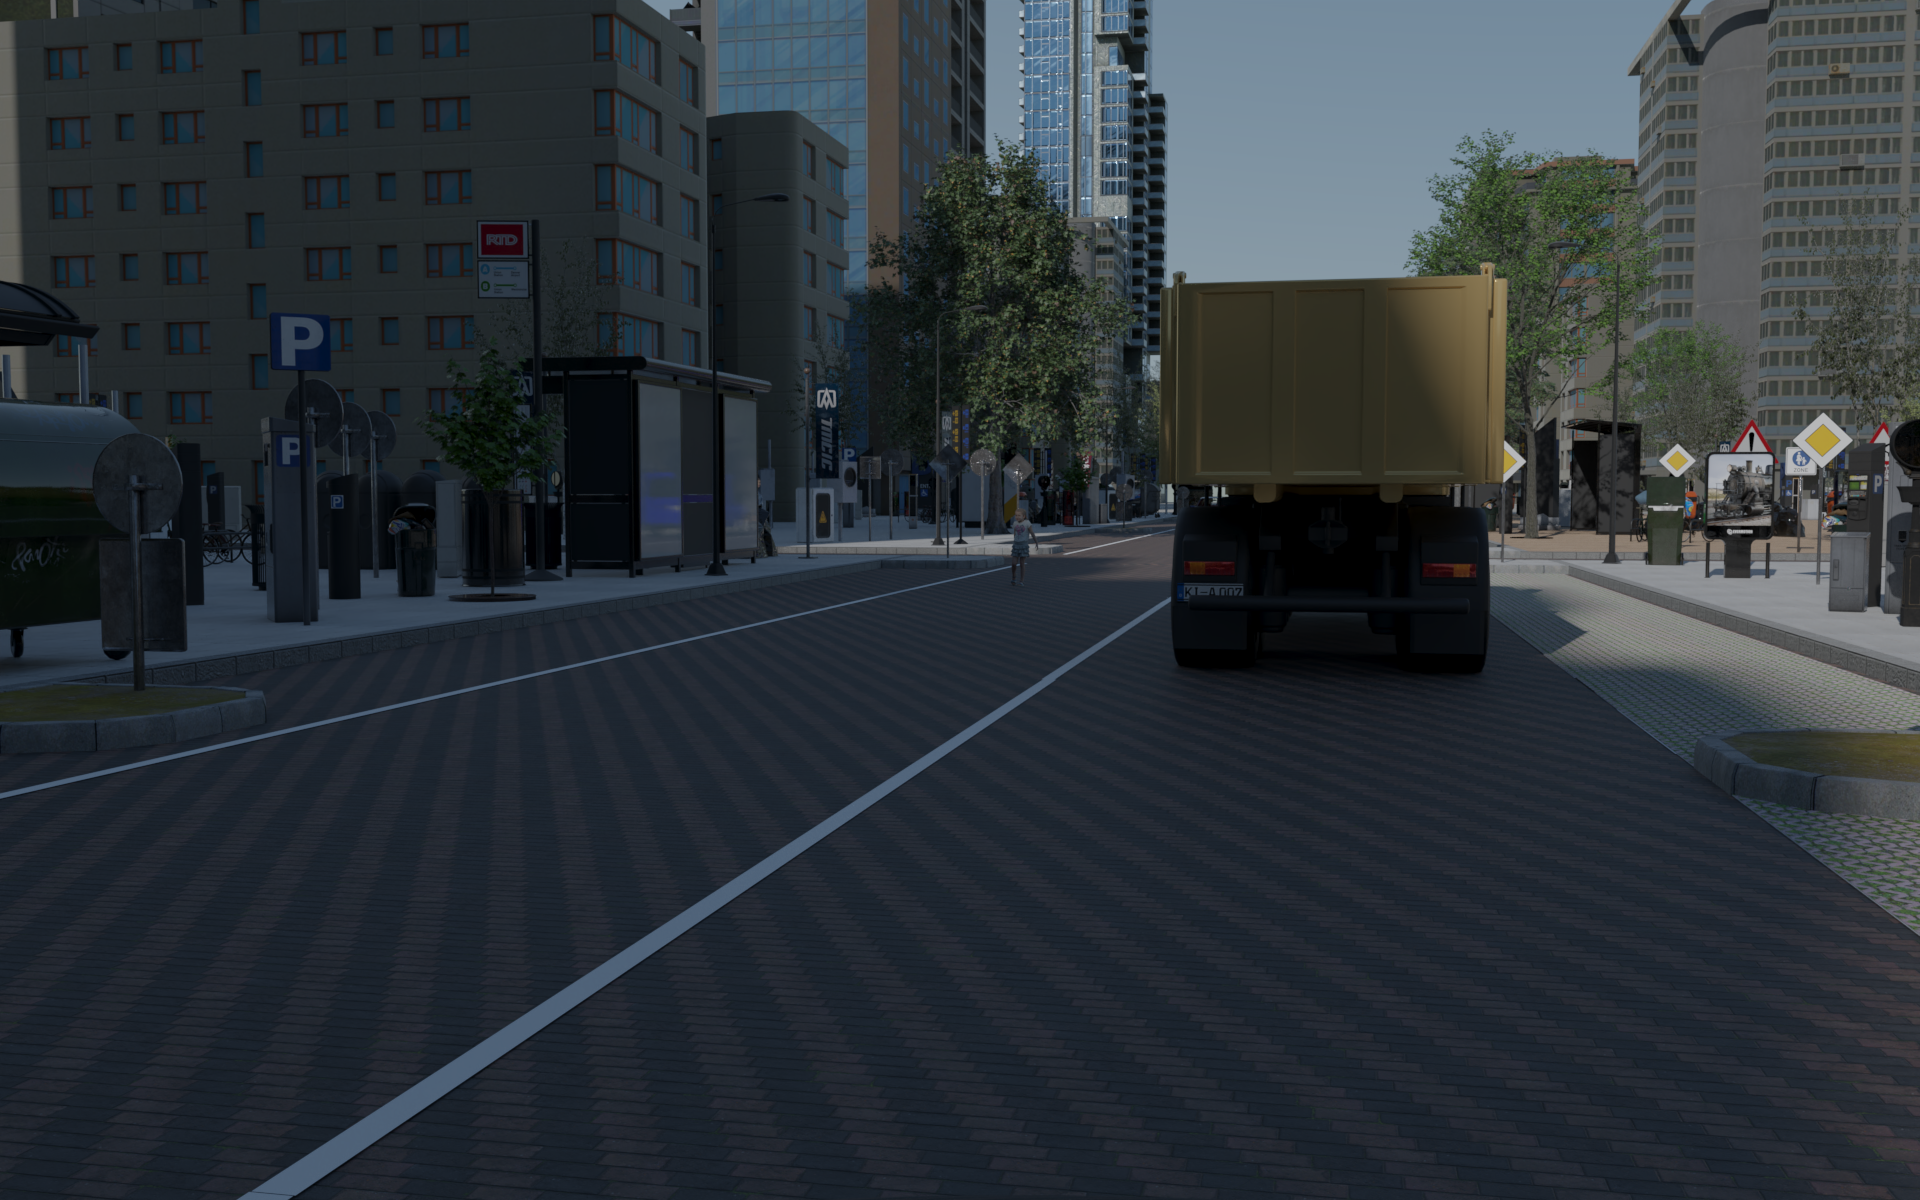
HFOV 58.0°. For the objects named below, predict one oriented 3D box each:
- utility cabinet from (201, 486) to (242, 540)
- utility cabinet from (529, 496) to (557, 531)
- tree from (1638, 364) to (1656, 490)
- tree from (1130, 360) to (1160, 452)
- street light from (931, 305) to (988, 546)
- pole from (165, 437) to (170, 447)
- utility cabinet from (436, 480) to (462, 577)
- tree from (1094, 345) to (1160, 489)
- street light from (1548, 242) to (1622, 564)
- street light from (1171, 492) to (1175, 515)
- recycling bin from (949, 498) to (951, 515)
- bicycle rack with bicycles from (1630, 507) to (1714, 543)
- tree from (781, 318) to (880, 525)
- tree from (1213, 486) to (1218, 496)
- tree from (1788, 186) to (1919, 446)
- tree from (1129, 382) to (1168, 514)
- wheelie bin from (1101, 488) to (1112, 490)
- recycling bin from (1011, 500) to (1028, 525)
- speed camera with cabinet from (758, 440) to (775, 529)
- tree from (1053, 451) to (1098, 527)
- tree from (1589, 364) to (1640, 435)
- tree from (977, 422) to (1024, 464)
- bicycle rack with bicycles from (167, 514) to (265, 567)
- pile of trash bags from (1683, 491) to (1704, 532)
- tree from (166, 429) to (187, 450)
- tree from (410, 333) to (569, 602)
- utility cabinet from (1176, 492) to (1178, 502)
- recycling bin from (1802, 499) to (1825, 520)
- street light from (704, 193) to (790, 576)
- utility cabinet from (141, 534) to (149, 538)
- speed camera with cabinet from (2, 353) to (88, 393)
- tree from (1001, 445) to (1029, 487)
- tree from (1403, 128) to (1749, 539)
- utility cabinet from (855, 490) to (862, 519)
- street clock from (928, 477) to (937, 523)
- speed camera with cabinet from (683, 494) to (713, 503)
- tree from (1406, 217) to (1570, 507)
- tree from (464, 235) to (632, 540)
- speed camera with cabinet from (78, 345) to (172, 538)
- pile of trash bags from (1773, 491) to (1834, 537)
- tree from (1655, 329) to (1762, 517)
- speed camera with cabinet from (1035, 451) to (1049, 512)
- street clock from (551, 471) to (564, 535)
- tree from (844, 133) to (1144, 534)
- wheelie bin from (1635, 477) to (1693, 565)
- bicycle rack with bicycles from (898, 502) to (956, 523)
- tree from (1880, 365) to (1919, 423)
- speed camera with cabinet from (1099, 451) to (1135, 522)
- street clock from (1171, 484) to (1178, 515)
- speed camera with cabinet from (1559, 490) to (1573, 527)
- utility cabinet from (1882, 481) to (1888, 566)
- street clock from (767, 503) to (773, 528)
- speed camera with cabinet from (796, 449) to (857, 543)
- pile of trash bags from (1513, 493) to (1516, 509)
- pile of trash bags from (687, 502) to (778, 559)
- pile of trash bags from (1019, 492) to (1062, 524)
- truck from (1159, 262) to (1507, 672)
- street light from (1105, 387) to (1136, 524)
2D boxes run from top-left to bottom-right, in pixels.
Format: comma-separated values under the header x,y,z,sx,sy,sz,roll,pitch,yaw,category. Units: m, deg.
x,y,z,sx,sy,sz,roll,pitch,yaw,category
-20.325,-2.369,47.412,1.173,1.500,0.318,-1,4,-11,utility cabinet
-13.704,-2.808,57.067,0.306,1.237,1.020,2,4,35,utility cabinet
37.630,-8.502,89.371,4.360,8.622,3.978,0,3,0,tree
17.754,-13.410,129.619,12.009,13.543,11.850,0,3,0,tree
-0.009,-4.304,42.907,1.470,5.913,1.316,1,4,12,street light
-28.285,-4.169,61.999,0.158,3.312,0.155,0,3,0,pole
-7.948,-1.118,26.951,0.318,1.500,1.173,-1,4,-11,utility cabinet
8.003,-8.227,84.880,4.360,8.622,3.978,0,3,0,tree
11.506,-3.632,31.922,1.470,5.913,1.316,1,4,12,street light
13.816,-8.229,107.084,1.470,5.913,1.316,1,4,12,street light
-0.450,-5.843,108.085,0.722,1.027,0.722,0,4,4,recycling bin
19.147,-2.030,46.567,2.925,0.926,2.852,-2,4,-33,bicycle rack with bicycles
-5.088,-7.419,71.661,4.360,8.622,3.978,0,3,0,tree
23.778,-14.716,157.618,9.611,12.733,9.660,0,3,0,tree
21.835,-5.568,41.406,4.360,8.622,3.978,0,3,0,tree
12.968,-9.801,110.614,4.737,8.622,4.395,0,3,0,tree
7.970,-5.310,94.724,0.980,1.594,0.693,-1,4,-13,wheelie bin
2.379,-3.655,72.313,0.722,1.027,0.722,-2,4,-29,recycling bin
-7.381,-4.232,63.530,0.660,3.252,2.038,-2,4,-25,speed camera with cabinet
4.574,-4.461,67.531,1.663,3.219,1.824,0,3,0,tree
37.403,-8.965,96.933,4.360,8.622,3.978,0,3,0,tree
1.232,-8.476,88.939,4.360,8.622,3.978,0,3,0,tree
-13.514,-1.075,30.957,2.852,0.926,2.925,2,4,35,bicycle rack with bicycles
25.350,-3.096,60.377,1.912,1.369,3.447,1,4,17,pile of trash bags
-23.075,-3.446,50.948,1.663,3.219,1.824,0,3,0,tree
-5.543,-1.612,20.952,1.663,3.219,1.824,0,3,0,tree
14.768,-6.485,114.712,1.173,1.500,0.318,-1,4,-15,utility cabinet
41.989,-4.455,85.397,0.722,1.027,0.722,0,4,-2,recycling bin
-3.315,-3.332,27.015,1.470,5.913,1.316,1,4,12,street light
-9.738,-0.547,20.099,0.306,1.237,1.020,0,4,-6,utility cabinet
-12.981,-1.882,25.113,2.038,3.252,0.660,-2,4,-24,speed camera with cabinet
2.341,-7.089,99.622,4.285,4.588,4.351,0,3,0,tree
16.361,-7.579,49.677,9.928,11.665,9.643,0,3,0,tree
-5.078,-4.793,87.039,0.318,1.500,1.173,0,4,-1,utility cabinet
-1.132,-4.305,74.955,0.471,2.002,0.358,1,4,9,street clock
-8.112,-3.630,53.691,2.038,3.252,0.660,0,3,0,speed camera with cabinet
23.092,-10.621,80.305,9.857,13.997,8.962,0,3,0,tree
-11.354,-6.011,48.647,4.360,8.622,3.978,0,3,0,tree
-11.722,-1.799,23.743,0.660,3.252,2.038,0,4,7,speed camera with cabinet
24.972,-2.605,52.349,3.447,1.369,1.912,1,4,10,pile of trash bags
33.908,-7.784,77.631,4.360,8.622,3.978,0,3,0,tree
3.831,-5.211,79.531,0.660,3.252,2.038,1,4,10,speed camera with cabinet
-12.713,-3.075,54.839,0.471,2.002,0.358,3,5,41,street clock
1.094,-8.477,55.599,9.611,12.733,9.660,0,3,0,tree
12.736,-1.434,31.347,0.980,1.594,0.693,1,4,22,wheelie bin
-1.324,-3.946,77.900,2.925,0.926,2.852,-3,5,-40,bicycle rack with bicycles
53.138,-8.910,96.043,4.737,8.622,4.395,0,3,0,tree
7.183,-5.211,79.531,0.660,3.252,2.038,3,5,43,speed camera with cabinet
13.093,-6.156,105.220,0.471,2.002,0.358,-1,4,-19,street clock
24.105,-4.475,67.502,2.038,3.252,0.660,-3,5,-41,speed camera with cabinet
16.321,-1.335,30.510,1.173,1.500,0.318,-3,4,-36,utility cabinet
-7.173,-3.715,65.303,0.358,2.002,0.471,-2,4,-25,street clock
-3.526,-3.155,45.920,0.660,3.252,2.038,2,4,32,speed camera with cabinet
27.629,-4.951,90.707,3.447,1.369,1.912,-1,4,-22,pile of trash bags
-5.392,-1.577,35.530,3.447,1.369,1.912,1,4,21,pile of trash bags
3.201,-3.961,74.507,1.912,1.369,3.447,2,4,24,pile of trash bags
3.828,-1.332,17.710,3.469,3.379,9.791,1,4,13,truck
6.899,-6.270,75.060,1.470,5.913,1.316,1,4,12,street light
